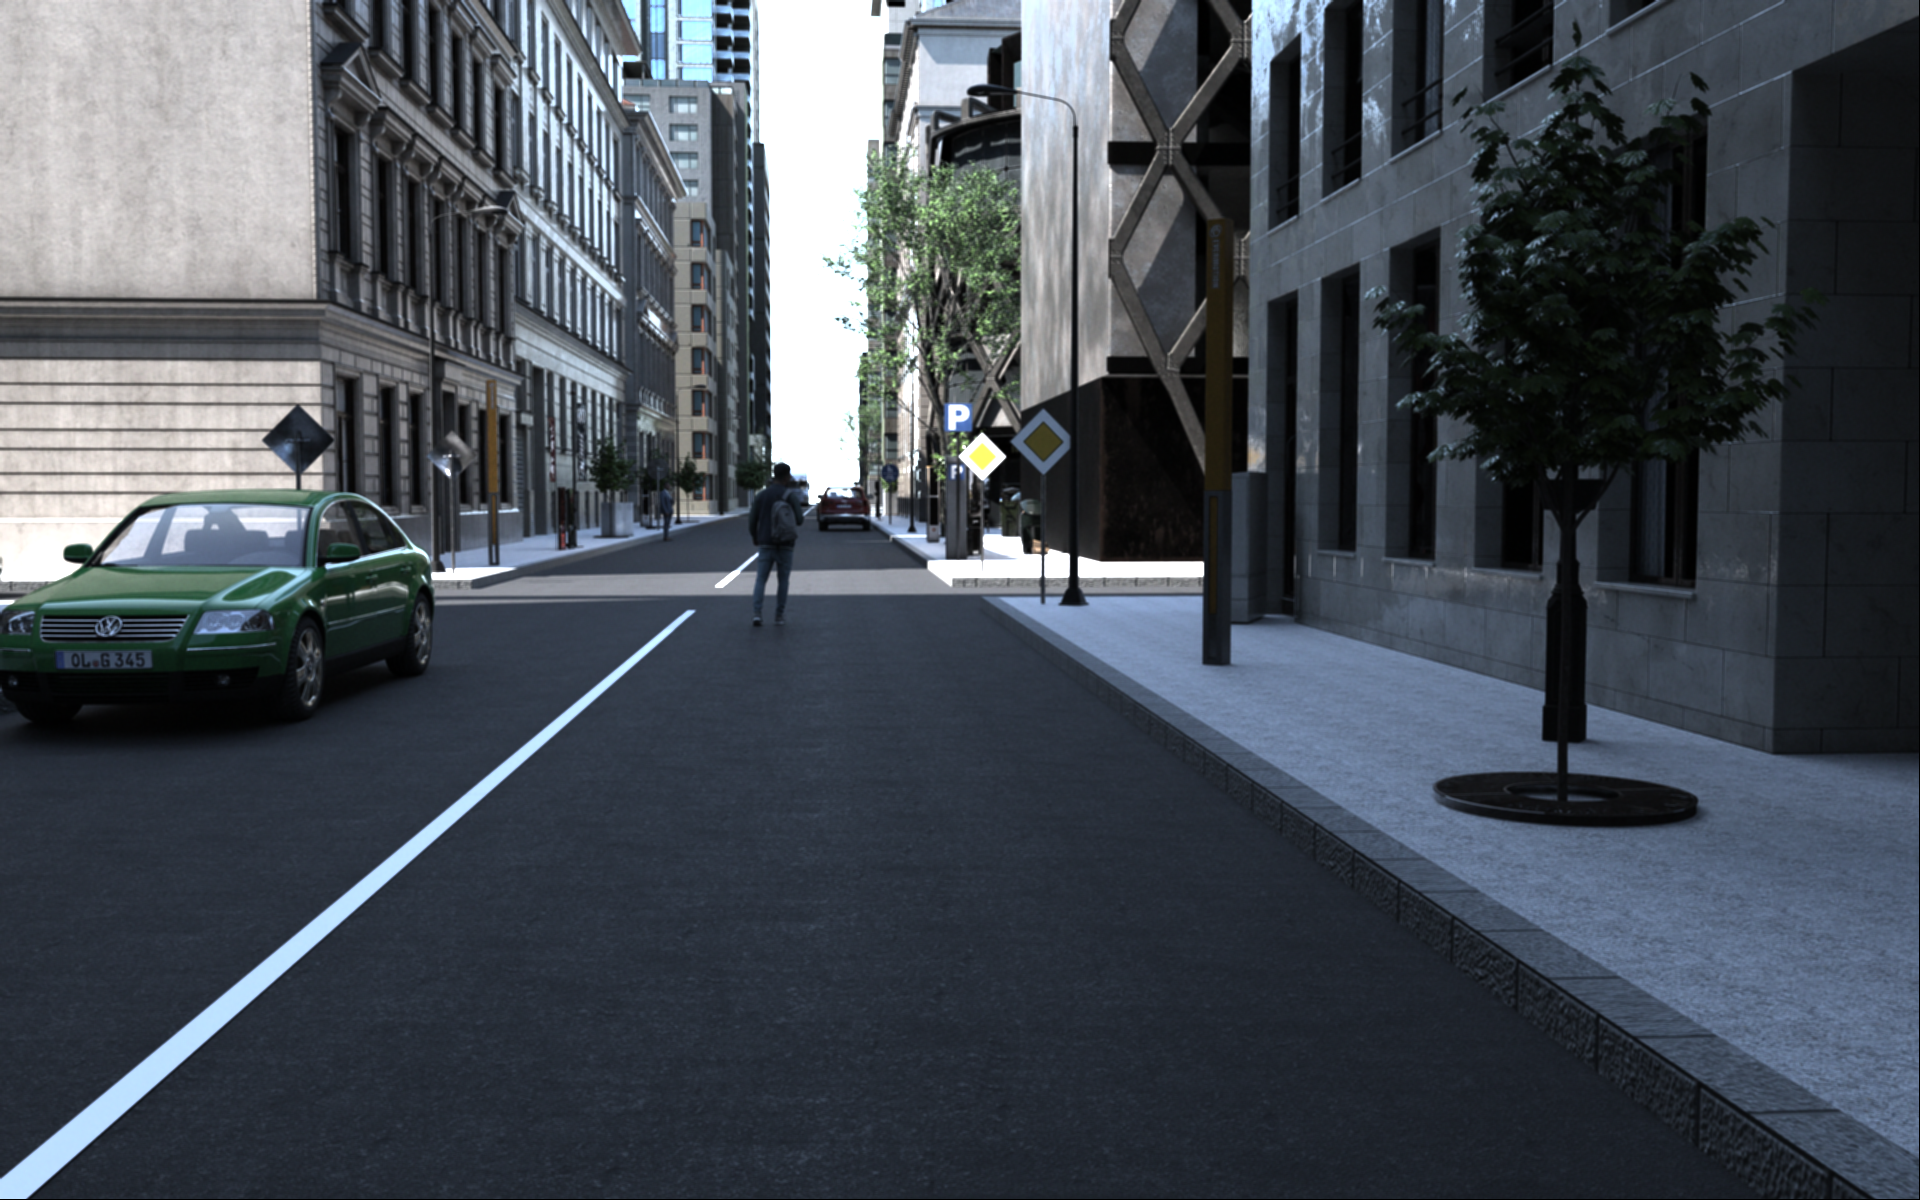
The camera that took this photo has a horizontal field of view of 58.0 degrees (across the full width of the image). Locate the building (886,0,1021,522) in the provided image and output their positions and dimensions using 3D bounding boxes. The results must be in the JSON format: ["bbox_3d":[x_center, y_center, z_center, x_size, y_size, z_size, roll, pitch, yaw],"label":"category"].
[{"bbox_3d":[2.821,-17.936,90.521,12.463,27.353,25.104,0,4,-4],"label":"building"}]

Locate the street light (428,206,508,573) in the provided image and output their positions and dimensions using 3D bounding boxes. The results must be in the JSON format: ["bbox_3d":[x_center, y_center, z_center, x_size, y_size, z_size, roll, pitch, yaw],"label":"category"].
[{"bbox_3d":[-7.998,-3.397,28.085,1.470,5.913,1.316,0,4,-4],"label":"street light"}]

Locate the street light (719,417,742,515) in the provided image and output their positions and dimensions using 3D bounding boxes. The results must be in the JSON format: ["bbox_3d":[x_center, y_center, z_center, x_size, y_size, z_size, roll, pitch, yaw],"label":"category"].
[{"bbox_3d":[-13.826,-8.057,104.265,1.470,5.913,1.316,0,4,-4],"label":"street light"}]

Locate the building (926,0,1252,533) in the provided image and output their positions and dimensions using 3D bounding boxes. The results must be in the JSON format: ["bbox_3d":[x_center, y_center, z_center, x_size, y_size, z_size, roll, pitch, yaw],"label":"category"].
[{"bbox_3d":[6.975,-12.382,69.890,16.820,18.784,16.811,0,4,-4],"label":"building"}]

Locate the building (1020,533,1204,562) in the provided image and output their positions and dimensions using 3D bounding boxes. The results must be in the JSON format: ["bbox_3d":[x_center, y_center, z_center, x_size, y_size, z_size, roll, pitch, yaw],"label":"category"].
[{"bbox_3d":[10.569,-10.410,37.657,16.811,18.784,16.820,0,4,-4],"label":"building"}]

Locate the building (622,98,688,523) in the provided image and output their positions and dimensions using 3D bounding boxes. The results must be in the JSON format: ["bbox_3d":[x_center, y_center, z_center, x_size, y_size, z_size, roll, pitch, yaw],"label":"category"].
[{"bbox_3d":[-20.252,-15.324,86.711,11.583,22.565,21.152,0,4,-4],"label":"building"}]

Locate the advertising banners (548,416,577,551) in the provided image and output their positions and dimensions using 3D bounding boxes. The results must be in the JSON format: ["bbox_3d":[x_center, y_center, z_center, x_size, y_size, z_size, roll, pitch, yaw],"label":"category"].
[{"bbox_3d":[-9.132,-2.663,39.722,0.090,3.025,2.074,0,4,3],"label":"advertising banners"}]

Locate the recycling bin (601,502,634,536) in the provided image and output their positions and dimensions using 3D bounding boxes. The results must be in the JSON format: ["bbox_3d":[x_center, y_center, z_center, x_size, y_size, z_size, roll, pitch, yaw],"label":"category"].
[{"bbox_3d":[-10.411,-2.449,52.601,0.722,1.027,0.722,3,5,42],"label":"recycling bin"}]

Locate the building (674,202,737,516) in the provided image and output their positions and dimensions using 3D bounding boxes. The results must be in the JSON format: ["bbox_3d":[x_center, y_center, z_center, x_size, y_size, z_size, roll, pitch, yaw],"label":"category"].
[{"bbox_3d":[-29.888,-16.587,116.243,27.650,21.520,28.899,0,4,-4],"label":"building"}]

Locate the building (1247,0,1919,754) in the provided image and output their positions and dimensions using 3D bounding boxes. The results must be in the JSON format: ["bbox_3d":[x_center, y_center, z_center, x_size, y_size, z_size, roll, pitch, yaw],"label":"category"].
[{"bbox_3d":[8.995,-9.537,10.678,10.420,20.320,16.860,0,4,-4],"label":"building"}]

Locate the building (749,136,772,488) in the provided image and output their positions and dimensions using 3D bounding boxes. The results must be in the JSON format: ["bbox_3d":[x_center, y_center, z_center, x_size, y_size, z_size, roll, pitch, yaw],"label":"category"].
[{"bbox_3d":[-35.752,-36.880,226.694,21.300,48.544,21.600,0,4,-4],"label":"building"}]

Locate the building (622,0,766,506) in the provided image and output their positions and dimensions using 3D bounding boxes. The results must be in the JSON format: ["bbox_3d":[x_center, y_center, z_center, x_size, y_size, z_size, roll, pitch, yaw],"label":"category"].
[{"bbox_3d":[-33.597,-54.232,199.372,22.319,86.520,31.000,0,4,-4],"label":"building"}]

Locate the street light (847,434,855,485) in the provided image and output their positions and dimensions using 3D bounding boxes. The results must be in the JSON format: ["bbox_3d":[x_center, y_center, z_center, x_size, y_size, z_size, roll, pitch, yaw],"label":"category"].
[{"bbox_3d":[-7.822,-9.903,134.458,1.470,5.913,1.316,0,4,-4],"label":"street light"}]

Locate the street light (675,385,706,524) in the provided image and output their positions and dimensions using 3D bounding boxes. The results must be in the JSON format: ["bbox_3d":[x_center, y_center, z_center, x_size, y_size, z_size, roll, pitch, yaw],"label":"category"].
[{"bbox_3d":[-11.480,-6.191,73.759,1.470,5.913,1.316,0,4,-4],"label":"street light"}]

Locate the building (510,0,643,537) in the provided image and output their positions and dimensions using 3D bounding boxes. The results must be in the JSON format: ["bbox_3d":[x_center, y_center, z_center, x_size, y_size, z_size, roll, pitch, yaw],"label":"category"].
[{"bbox_3d":[-20.814,-13.929,61.027,16.112,22.955,30.059,0,4,-4],"label":"building"}]

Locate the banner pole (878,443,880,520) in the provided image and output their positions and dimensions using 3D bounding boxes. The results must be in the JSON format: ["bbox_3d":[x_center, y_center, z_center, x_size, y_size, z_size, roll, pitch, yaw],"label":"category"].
[{"bbox_3d":[-3.966,-5.795,84.768,0.401,3.779,0.863,0,4,-6],"label":"banner pole"}]

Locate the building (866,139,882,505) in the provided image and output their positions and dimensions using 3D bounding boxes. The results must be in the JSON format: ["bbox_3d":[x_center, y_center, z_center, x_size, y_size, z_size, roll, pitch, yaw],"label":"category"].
[{"bbox_3d":[-3.911,-31.744,202.616,14.154,41.232,14.086,0,4,-4],"label":"building"}]

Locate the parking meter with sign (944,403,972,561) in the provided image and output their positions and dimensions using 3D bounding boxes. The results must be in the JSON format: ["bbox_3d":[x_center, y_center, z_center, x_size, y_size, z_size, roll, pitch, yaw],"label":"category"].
[{"bbox_3d":[-0.054,-2.317,34.138,0.543,3.016,1.738,0,4,-1],"label":"parking meter with sign"}]

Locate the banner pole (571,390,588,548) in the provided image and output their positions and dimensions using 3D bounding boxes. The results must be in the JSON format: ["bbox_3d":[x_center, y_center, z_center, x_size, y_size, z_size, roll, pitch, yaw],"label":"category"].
[{"bbox_3d":[-9.205,-3.169,41.828,0.401,3.779,0.863,1,4,16],"label":"banner pole"}]

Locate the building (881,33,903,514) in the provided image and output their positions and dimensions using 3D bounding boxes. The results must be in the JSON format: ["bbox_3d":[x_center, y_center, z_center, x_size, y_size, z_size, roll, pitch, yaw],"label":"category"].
[{"bbox_3d":[1.838,-20.879,113.079,14.160,30.474,14.107,0,4,-4],"label":"building"}]

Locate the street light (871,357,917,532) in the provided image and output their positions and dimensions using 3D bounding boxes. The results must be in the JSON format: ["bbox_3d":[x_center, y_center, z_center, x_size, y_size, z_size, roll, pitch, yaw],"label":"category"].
[{"bbox_3d":[-2.145,-5.219,57.868,1.470,5.913,1.316,0,4,-4],"label":"street light"}]

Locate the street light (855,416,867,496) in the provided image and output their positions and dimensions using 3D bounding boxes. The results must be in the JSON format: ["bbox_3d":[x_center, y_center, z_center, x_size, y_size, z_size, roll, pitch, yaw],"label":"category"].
[{"bbox_3d":[-5.338,-7.950,102.516,1.470,5.913,1.316,0,4,-4],"label":"street light"}]

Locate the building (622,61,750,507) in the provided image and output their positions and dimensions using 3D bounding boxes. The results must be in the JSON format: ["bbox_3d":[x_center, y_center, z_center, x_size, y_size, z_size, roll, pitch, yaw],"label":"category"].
[{"bbox_3d":[-27.676,-29.542,166.609,14.154,41.232,14.086,0,4,-4],"label":"building"}]

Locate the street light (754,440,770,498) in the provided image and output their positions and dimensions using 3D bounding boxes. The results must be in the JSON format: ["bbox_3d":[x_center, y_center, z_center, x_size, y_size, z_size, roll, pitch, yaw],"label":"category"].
[{"bbox_3d":[-17.194,-10.823,149.493,1.470,5.913,1.316,0,4,-4],"label":"street light"}]

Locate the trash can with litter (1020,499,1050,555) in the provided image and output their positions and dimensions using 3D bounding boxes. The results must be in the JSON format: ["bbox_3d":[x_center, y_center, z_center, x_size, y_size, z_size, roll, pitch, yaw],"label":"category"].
[{"bbox_3d":[1.669,-1.558,36.855,0.624,1.170,1.055,-1,4,-16],"label":"trash can with litter"}]

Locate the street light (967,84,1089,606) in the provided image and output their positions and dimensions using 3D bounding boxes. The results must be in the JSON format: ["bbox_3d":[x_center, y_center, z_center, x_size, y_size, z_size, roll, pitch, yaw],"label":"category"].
[{"bbox_3d":[0.777,-2.893,19.848,1.470,5.913,1.316,0,4,-4],"label":"street light"}]

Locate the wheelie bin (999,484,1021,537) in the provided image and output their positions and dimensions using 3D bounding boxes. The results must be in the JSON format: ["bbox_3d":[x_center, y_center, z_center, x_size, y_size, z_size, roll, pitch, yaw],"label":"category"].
[{"bbox_3d":[1.607,-2.697,52.002,0.980,1.594,0.693,1,4,21],"label":"wheelie bin"}]

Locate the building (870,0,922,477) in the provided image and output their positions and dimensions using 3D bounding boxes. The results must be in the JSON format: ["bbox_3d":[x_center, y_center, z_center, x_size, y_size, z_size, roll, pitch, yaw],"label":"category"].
[{"bbox_3d":[6.208,-35.198,164.732,28.713,52.752,27.495,0,4,-4],"label":"building"}]

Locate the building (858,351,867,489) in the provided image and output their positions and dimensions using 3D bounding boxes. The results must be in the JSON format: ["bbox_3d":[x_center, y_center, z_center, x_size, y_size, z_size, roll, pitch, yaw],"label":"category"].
[{"bbox_3d":[0.847,-23.260,225.344,27.650,21.520,28.899,0,4,-4],"label":"building"}]

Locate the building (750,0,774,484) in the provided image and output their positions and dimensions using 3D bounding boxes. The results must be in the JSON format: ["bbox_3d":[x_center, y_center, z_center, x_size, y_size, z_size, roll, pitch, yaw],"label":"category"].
[{"bbox_3d":[-36.596,-49.492,247.445,20.563,71.187,20.611,0,4,-4],"label":"building"}]

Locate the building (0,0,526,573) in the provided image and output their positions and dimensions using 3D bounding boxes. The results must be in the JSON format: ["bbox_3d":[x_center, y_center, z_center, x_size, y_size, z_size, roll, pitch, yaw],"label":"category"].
[{"bbox_3d":[-15.789,-10.528,36.754,10.561,19.102,19.286,0,4,-4],"label":"building"}]

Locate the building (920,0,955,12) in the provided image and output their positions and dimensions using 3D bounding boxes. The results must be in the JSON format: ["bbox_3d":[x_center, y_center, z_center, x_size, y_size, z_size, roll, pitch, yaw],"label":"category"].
[{"bbox_3d":[5.745,-50.258,134.389,22.319,86.520,31.000,0,4,-4],"label":"building"}]

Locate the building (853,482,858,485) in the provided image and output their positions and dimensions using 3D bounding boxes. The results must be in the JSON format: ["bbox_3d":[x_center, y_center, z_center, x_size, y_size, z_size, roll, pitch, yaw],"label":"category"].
[{"bbox_3d":[0.643,-34.211,251.230,32.217,40.220,23.993,0,4,-4],"label":"building"}]

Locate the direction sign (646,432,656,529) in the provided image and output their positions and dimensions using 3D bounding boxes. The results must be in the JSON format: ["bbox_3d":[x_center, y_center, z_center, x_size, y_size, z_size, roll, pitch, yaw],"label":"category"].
[{"bbox_3d":[-11.302,-4.357,63.240,0.379,3.537,0.876,-1,4,-12],"label":"direction sign"}]
